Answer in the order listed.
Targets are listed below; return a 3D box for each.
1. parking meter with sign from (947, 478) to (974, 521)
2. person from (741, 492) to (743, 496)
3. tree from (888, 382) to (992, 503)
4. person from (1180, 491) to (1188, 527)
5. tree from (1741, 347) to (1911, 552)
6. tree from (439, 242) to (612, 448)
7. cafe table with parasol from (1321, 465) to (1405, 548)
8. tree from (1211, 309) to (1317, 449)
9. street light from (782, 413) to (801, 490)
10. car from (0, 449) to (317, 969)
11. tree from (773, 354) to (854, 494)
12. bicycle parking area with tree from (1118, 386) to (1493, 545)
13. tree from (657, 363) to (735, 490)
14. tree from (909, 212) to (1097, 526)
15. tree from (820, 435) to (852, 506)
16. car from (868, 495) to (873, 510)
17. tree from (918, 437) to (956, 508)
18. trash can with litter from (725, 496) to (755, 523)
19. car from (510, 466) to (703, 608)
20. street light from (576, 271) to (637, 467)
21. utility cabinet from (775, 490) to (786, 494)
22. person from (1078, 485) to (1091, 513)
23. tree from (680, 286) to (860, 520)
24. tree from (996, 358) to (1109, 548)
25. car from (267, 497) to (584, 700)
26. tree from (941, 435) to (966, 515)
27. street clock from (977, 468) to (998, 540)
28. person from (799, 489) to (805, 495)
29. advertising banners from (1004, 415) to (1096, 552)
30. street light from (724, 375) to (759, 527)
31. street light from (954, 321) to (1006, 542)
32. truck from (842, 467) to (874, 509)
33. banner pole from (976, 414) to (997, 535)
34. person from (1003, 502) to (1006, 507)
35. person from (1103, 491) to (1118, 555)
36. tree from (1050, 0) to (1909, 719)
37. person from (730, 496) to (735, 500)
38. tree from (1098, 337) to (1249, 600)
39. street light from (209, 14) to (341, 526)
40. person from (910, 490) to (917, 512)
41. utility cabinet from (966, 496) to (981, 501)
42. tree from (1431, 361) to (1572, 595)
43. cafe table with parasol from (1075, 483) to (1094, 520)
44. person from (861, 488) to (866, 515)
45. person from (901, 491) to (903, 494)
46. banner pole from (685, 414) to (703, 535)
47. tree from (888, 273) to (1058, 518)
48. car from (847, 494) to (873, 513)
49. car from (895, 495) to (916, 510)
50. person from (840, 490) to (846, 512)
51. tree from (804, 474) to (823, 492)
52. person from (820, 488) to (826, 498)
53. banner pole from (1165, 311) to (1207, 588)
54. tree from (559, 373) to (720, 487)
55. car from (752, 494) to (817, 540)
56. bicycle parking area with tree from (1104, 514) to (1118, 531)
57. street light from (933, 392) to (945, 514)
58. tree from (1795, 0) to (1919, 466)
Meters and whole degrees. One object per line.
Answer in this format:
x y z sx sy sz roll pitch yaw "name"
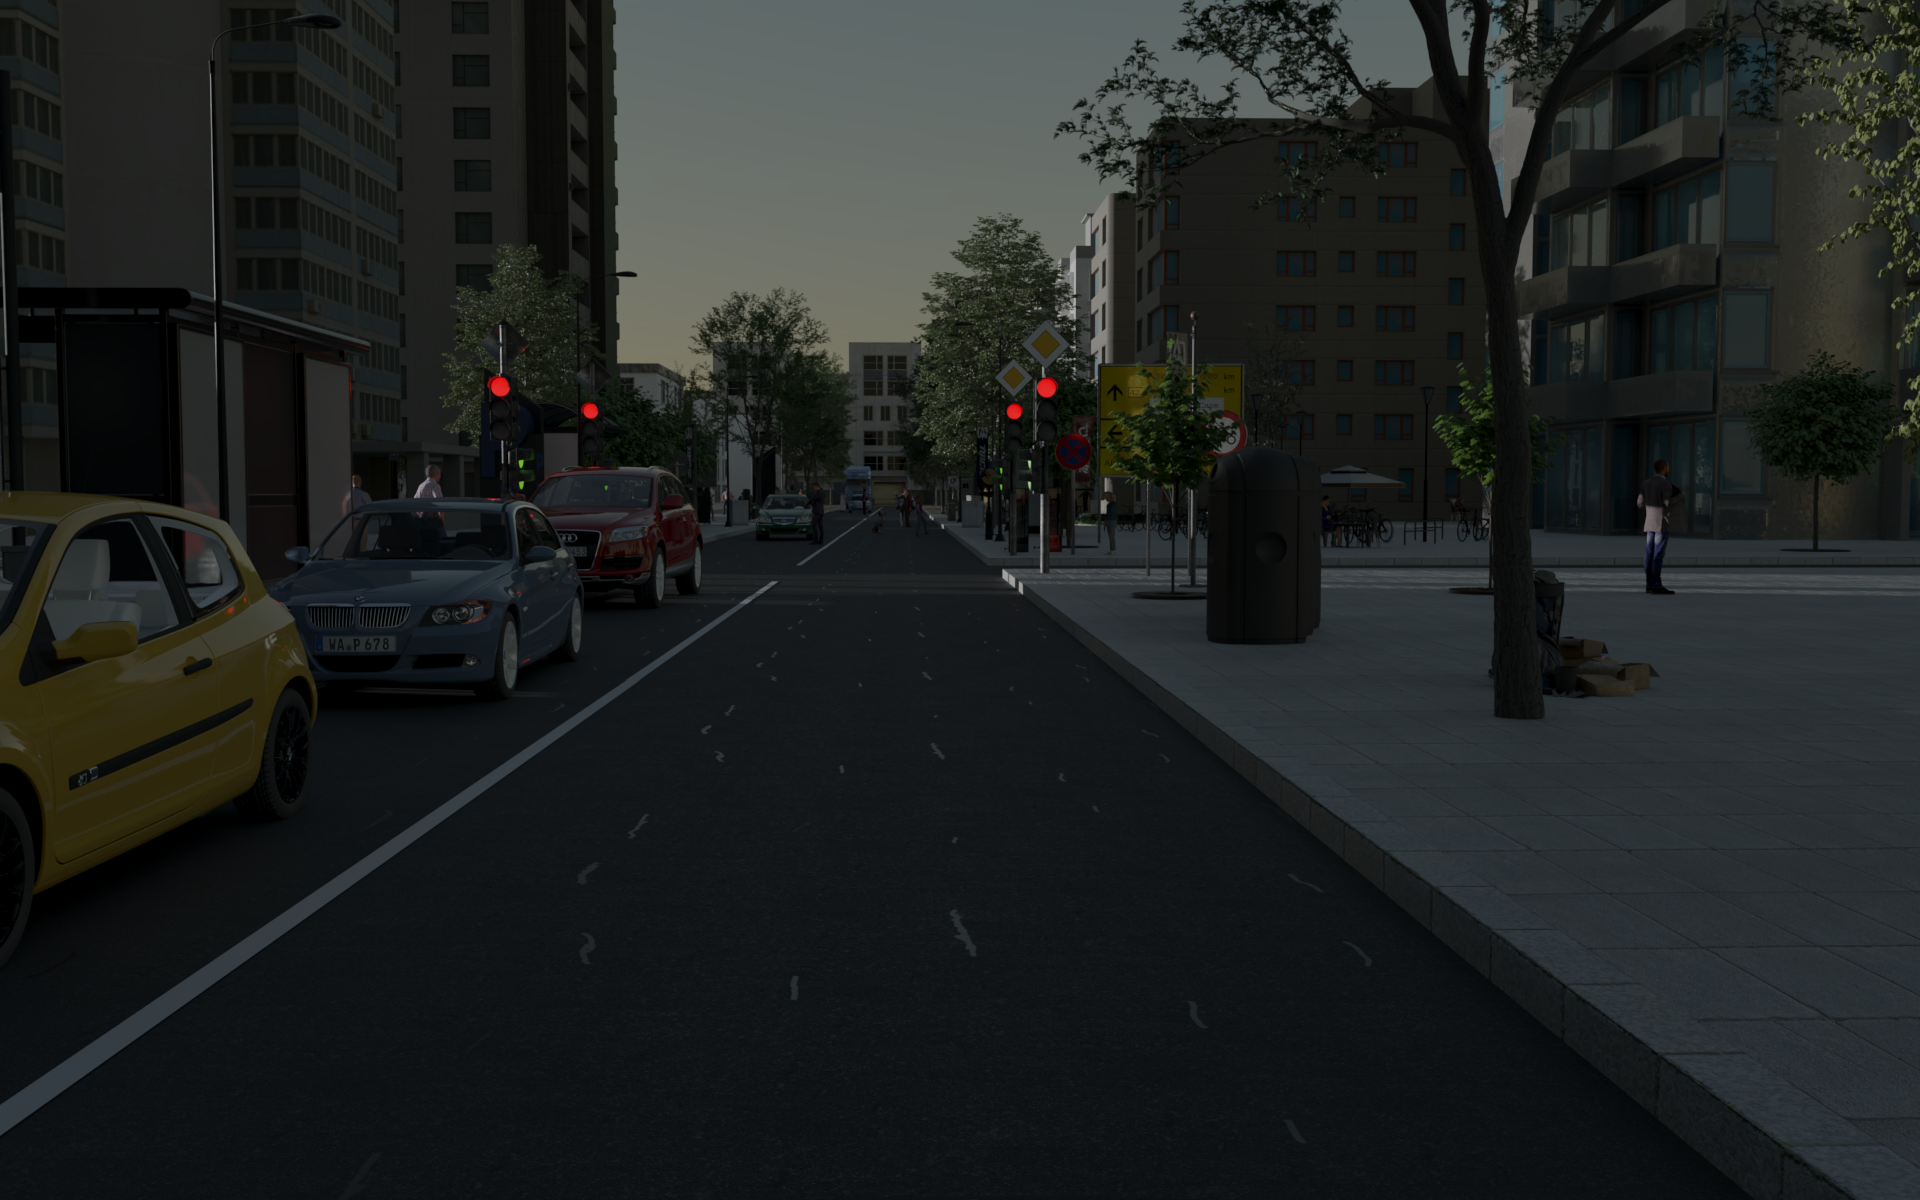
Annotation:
0.276 -5.283 82.634 1.738 3.016 0.543 -1 4 -12 "parking meter with sign"
-16.685 -7.544 132.654 0.557 1.426 1.065 1 4 17 "person"
-0.788 -14.184 142.273 12.009 13.543 11.850 0 3 0 "tree"
9.055 -3.758 68.204 0.376 1.734 0.841 -2 4 -27 "person"
19.321 -3.369 38.800 4.285 4.588 4.351 0 3 0 "tree"
-19.860 -9.843 79.066 7.486 12.596 7.792 0 3 0 "tree"
9.317 -2.246 41.581 2.610 1.966 2.610 1 4 21 "cafe table with parasol"
12.021 -7.215 68.328 4.360 8.622 3.978 0 3 0 "tree"
-9.622 -7.739 99.074 1.470 5.913 1.316 0 4 -2 "street light"
-3.741 0.243 6.247 2.015 1.641 3.980 0 4 -2 "car"
-12.109 -13.608 140.621 7.486 12.596 7.792 0 3 0 "tree"
10.585 -3.732 48.017 9.016 4.147 8.231 -3 4 -37 "bicycle parking area with tree"
-14.765 -8.903 95.930 4.737 8.622 4.395 0 3 0 "tree"
1.905 -9.309 70.336 7.486 12.596 7.792 0 3 0 "tree"
-13.886 -14.559 188.400 4.360 8.622 3.978 0 3 0 "tree"
-8.794 -8.831 156.960 1.945 1.354 3.894 0 4 0 "car"
-2.770 -14.122 181.255 4.360 8.622 3.978 0 3 0 "tree"
-9.782 -4.122 78.458 1.678 1.210 2.233 0 4 1 "trash can with litter"
-4.764 -0.901 23.407 2.281 1.827 5.304 0 3 0 "car"
-7.420 -3.895 36.216 1.470 5.913 1.316 0 4 -2 "street light"
-9.807 -5.249 94.502 0.318 1.500 1.173 1 4 10 "utility cabinet"
8.412 -6.776 116.462 0.705 1.869 1.348 -3 5 -39 "person"
-10.209 -9.872 87.169 9.928 11.665 9.643 0 3 0 "tree"
2.691 -3.532 41.463 4.285 4.588 4.351 0 3 0 "tree"
-4.081 -0.095 13.558 2.014 1.417 4.499 0 4 -3 "car"
-0.747 -9.564 106.732 4.737 8.622 4.395 0 3 0 "tree"
0.808 -2.679 48.369 0.471 2.002 0.358 -1 4 -12 "street clock"
-16.466 -10.612 179.636 1.348 1.812 0.705 2 4 33 "person"
1.993 -2.569 38.187 2.074 3.025 0.090 -1 4 -13 "advertising banners"
-8.530 -5.817 67.645 1.470 5.913 1.316 0 4 -2 "street light"
0.545 -4.540 46.762 1.470 5.913 1.316 0 4 -2 "street light"
-10.041 -11.309 174.661 2.967 4.110 18.799 0 4 -2 "truck"
0.830 -3.907 53.904 0.863 3.779 0.401 -2 4 -35 "banner pole"
4.288 -9.910 168.101 1.348 1.821 0.705 -1 4 -12 "person"
3.189 -1.635 36.687 0.340 1.345 0.435 -3 5 -40 "person"
3.308 -4.623 10.002 8.767 10.594 7.601 1 4 10 "tree"
-17.939 -7.674 134.774 1.065 1.426 0.557 0 4 7 "person"
2.625 -1.645 21.494 1.663 3.219 1.824 0 3 0 "tree"
-6.689 -2.714 16.910 1.470 5.913 1.316 0 4 -2 "street light"
-4.076 -8.065 141.081 1.217 1.743 0.721 -2 4 -26 "person"
0.584 -3.871 74.459 0.306 1.237 1.020 -1 4 -19 "utility cabinet"
6.998 -1.694 22.302 1.663 3.219 1.824 0 3 0 "tree"
5.008 -4.710 81.874 2.610 1.966 2.610 0 4 7 "cafe table with parasol"
-6.566 -6.706 118.108 0.705 1.831 1.348 -1 4 -12 "person"
-5.634 -9.823 170.037 0.756 1.711 0.436 -2 4 -27 "person"
-8.412 -3.934 54.331 0.401 3.779 0.863 -3 4 -38 "banner pole"
0.895 -10.584 90.062 9.611 12.733 9.660 0 3 0 "tree"
-7.682 -7.401 133.005 2.014 1.417 4.499 0 4 -3 "car"
-5.047 -9.099 160.767 2.014 1.417 4.499 0 4 -3 "car"
-9.450 -7.999 139.944 0.621 1.740 0.551 -2 4 -30 "person"
-12.951 -9.808 154.959 1.663 3.219 1.824 0 3 0 "tree"
-12.597 -9.254 156.980 1.348 1.869 0.705 3 4 39 "person"
3.054 -2.056 23.638 0.863 3.779 0.401 -3 5 -45 "banner pole"
-9.335 -3.880 47.149 4.285 4.588 4.351 0 3 0 "tree"
-5.489 -2.646 55.064 2.131 1.459 4.920 0 4 -3 "car"
9.450 -4.394 58.837 8.231 4.147 9.016 -1 4 -15 "bicycle parking area with tree"
-0.537 -6.474 78.394 1.470 5.913 1.316 0 4 -2 "street light"
9.943 -4.056 16.681 4.737 8.622 4.395 0 3 0 "tree"
